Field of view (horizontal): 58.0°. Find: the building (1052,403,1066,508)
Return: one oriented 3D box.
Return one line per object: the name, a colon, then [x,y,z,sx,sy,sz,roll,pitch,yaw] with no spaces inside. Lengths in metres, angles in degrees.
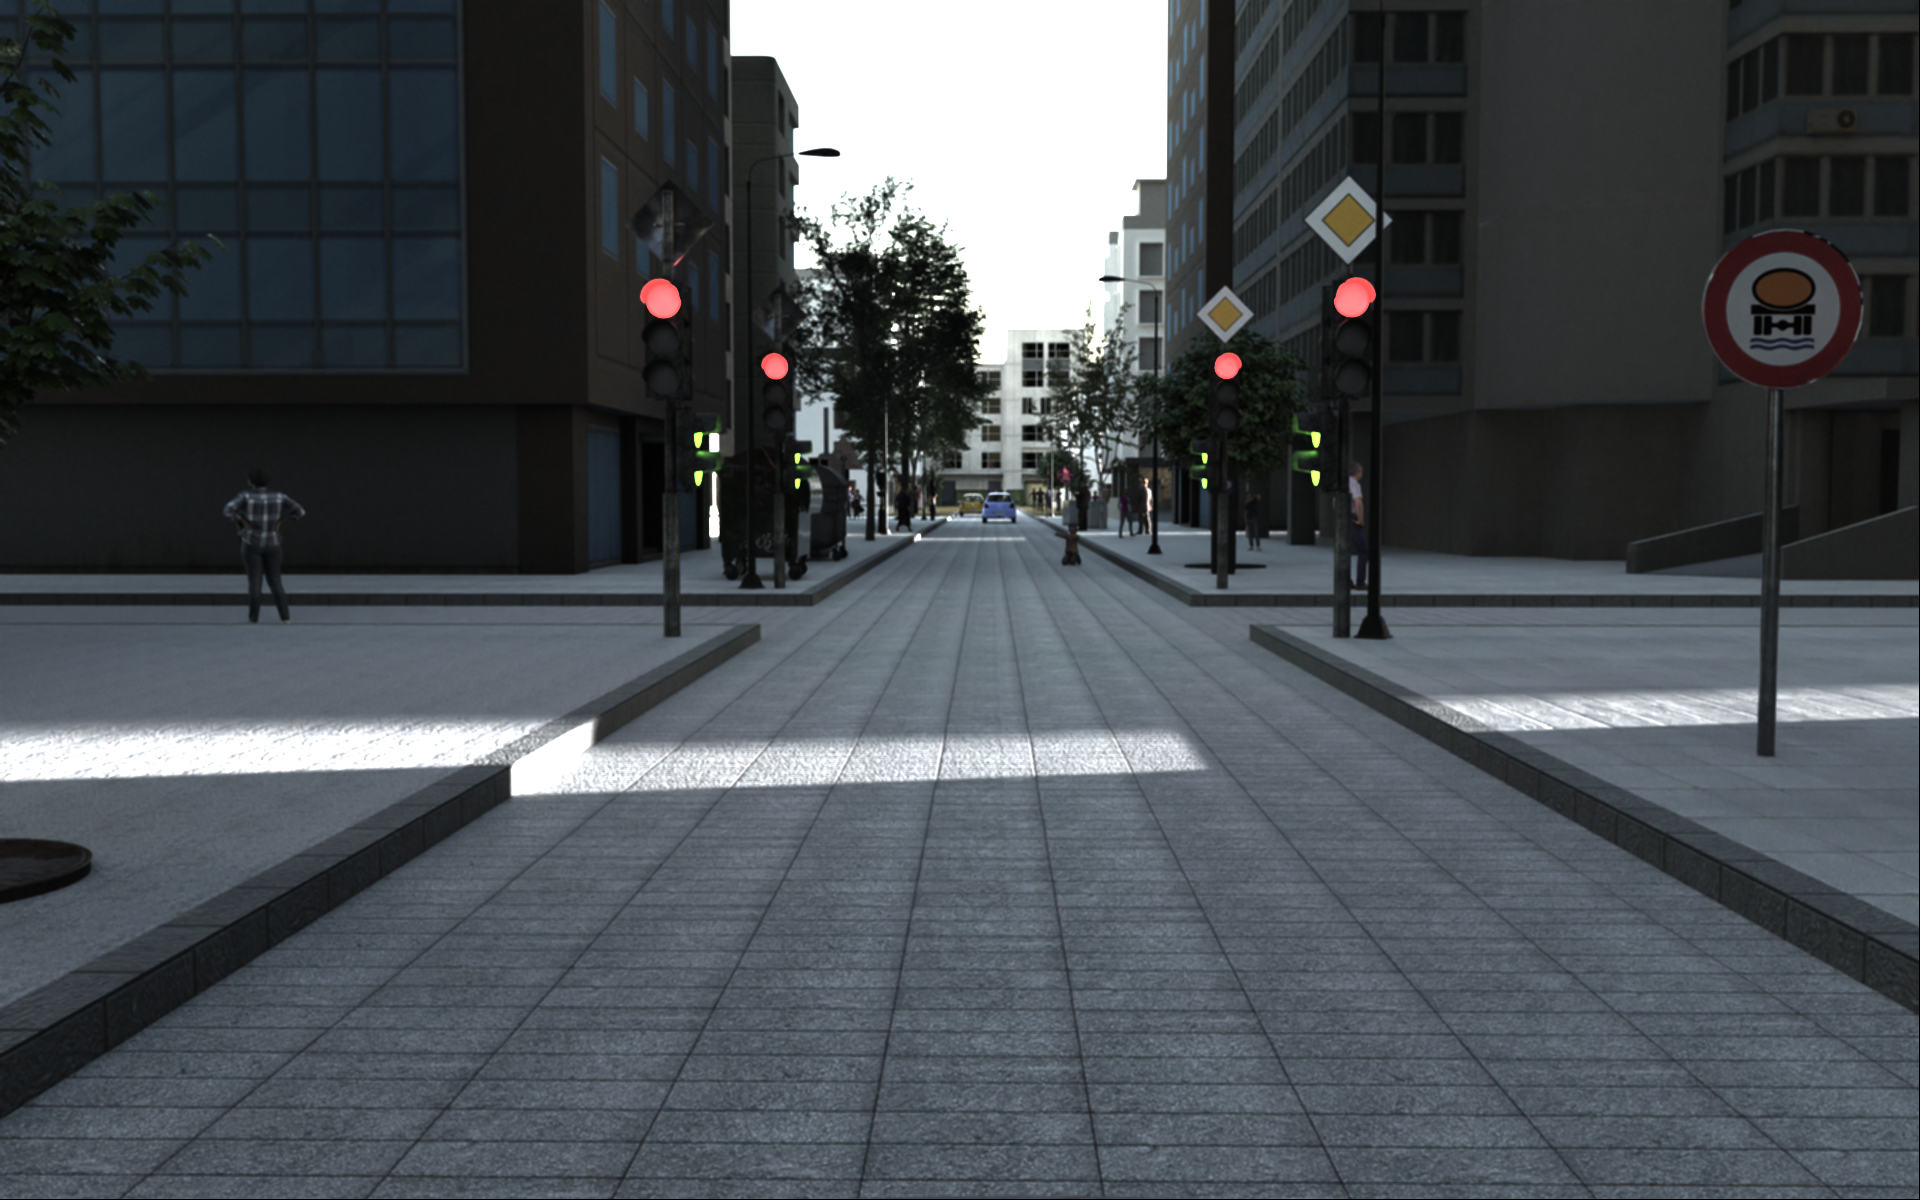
building: [13.413,-13.204,158.027,9.099,9.664,28.070,0,4,1]

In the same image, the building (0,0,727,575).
building: [-12.556,-23.414,32.923,14.600,45.320,14.200,0,4,1]

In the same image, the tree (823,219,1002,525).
tree: [-1.999,-9.382,71.522,7.486,12.596,7.792,0,3,0]

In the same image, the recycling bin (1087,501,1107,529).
recycling bin: [5.073,-3.198,64.842,0.722,1.027,0.722,-1,4,-13]

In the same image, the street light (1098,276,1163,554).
street light: [3.639,-3.944,37.021,1.470,5.913,1.316,0,4,1]

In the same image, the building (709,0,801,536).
building: [-21.219,-13.349,63.298,27.650,21.520,28.899,0,4,1]

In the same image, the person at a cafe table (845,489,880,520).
person at a cafe table: [-5.054,-4.811,87.182,1.698,1.524,1.622,-1,4,-23]

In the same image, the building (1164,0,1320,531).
building: [15.555,-25.447,66.167,14.600,45.320,14.200,0,4,1]

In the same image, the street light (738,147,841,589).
street light: [-2.296,-3.109,23.375,1.470,5.913,1.316,0,4,1]

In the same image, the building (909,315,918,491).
building: [-11.993,-17.681,145.511,16.016,20.091,11.380,0,4,1]

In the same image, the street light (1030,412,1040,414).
street light: [4.673,-7.698,98.406,1.470,5.913,1.316,0,4,1]

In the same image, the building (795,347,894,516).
building: [-8.728,-10.469,113.309,9.099,9.664,28.070,0,4,1]

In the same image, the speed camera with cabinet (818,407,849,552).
speed camera with cabinet: [-3.004,-2.728,38.934,0.660,3.252,2.038,1,4,11]

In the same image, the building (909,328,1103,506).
building: [5.085,-19.988,193.262,31.486,18.905,16.747,0,4,1]

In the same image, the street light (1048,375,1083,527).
street light: [4.224,-5.823,67.752,1.470,5.913,1.316,0,4,1]

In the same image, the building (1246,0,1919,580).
building: [19.476,-21.324,40.527,23.993,40.220,32.217,0,4,1]

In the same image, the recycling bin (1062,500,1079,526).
recycling bin: [4.651,-3.572,70.961,0.722,1.027,0.722,-1,4,-21]

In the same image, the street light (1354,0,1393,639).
street light: [3.151,-2.615,15.297,1.470,5.913,1.316,0,4,1]

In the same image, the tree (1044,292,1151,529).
tree: [5.115,-6.860,62.524,4.737,8.622,4.395,0,3,0]

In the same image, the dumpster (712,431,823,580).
dumpster: [-2.936,-1.465,26.452,1.502,2.255,1.985,0,4,1]

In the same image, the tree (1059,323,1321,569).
tree: [4.738,-2.848,30.286,4.285,4.588,4.351,0,3,0]

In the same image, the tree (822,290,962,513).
tree: [-2.899,-6.803,61.584,4.360,8.622,3.978,0,3,0]

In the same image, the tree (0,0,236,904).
tree: [-3.561,-0.675,5.637,1.663,3.219,1.824,0,3,0]

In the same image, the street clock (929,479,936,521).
street clock: [-1.329,-4.855,83.956,0.358,2.002,0.471,0,4,3]

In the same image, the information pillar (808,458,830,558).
information pillar: [-2.849,-1.869,35.052,0.304,2.012,0.304,3,4,37]

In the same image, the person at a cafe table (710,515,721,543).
person at a cafe table: [-5.806,-2.284,45.866,1.698,1.524,1.622,-1,4,-11]

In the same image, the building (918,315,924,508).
building: [-9.286,-18.870,164.936,11.380,20.091,16.016,0,4,1]

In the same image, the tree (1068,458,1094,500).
tree: [6.303,-6.041,93.378,1.663,3.219,1.824,0,3,0]

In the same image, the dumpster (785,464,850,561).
dumpster: [-2.843,-1.708,33.677,1.264,1.857,1.865,0,4,1]

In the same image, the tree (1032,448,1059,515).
tree: [6.210,-7.683,109.339,4.285,4.588,4.351,0,3,0]

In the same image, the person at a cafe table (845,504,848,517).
person at a cafe table: [-6.733,-4.949,91.784,1.726,1.238,1.698,2,4,33]

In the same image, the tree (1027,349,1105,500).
tree: [5.410,-8.339,86.711,4.360,8.622,3.978,0,3,0]

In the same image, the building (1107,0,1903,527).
building: [23.997,-24.094,85.824,32.217,40.220,23.993,0,4,1]

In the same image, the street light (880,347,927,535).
street light: [-1.809,-5.024,54.679,1.470,5.913,1.316,0,4,1]

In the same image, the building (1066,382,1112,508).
building: [13.324,-11.469,129.669,9.099,9.664,28.070,0,4,1]

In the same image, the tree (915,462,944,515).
tree: [-1.657,-6.718,104.443,1.663,3.219,1.824,0,3,0]

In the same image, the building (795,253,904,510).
building: [-12.781,-16.987,134.164,16.016,20.091,11.380,0,4,1]

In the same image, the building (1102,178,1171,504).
building: [17.186,-15.485,109.591,16.016,20.091,11.380,0,4,1]

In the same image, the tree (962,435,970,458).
tree: [-1.481,-10.273,118.319,4.360,8.622,3.978,0,3,0]

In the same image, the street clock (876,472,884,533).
street clock: [-2.580,-3.197,56.842,0.358,2.002,0.471,1,4,13]

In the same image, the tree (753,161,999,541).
tree: [-2.221,-6.933,47.769,7.601,10.594,8.767,-3,5,-44]
